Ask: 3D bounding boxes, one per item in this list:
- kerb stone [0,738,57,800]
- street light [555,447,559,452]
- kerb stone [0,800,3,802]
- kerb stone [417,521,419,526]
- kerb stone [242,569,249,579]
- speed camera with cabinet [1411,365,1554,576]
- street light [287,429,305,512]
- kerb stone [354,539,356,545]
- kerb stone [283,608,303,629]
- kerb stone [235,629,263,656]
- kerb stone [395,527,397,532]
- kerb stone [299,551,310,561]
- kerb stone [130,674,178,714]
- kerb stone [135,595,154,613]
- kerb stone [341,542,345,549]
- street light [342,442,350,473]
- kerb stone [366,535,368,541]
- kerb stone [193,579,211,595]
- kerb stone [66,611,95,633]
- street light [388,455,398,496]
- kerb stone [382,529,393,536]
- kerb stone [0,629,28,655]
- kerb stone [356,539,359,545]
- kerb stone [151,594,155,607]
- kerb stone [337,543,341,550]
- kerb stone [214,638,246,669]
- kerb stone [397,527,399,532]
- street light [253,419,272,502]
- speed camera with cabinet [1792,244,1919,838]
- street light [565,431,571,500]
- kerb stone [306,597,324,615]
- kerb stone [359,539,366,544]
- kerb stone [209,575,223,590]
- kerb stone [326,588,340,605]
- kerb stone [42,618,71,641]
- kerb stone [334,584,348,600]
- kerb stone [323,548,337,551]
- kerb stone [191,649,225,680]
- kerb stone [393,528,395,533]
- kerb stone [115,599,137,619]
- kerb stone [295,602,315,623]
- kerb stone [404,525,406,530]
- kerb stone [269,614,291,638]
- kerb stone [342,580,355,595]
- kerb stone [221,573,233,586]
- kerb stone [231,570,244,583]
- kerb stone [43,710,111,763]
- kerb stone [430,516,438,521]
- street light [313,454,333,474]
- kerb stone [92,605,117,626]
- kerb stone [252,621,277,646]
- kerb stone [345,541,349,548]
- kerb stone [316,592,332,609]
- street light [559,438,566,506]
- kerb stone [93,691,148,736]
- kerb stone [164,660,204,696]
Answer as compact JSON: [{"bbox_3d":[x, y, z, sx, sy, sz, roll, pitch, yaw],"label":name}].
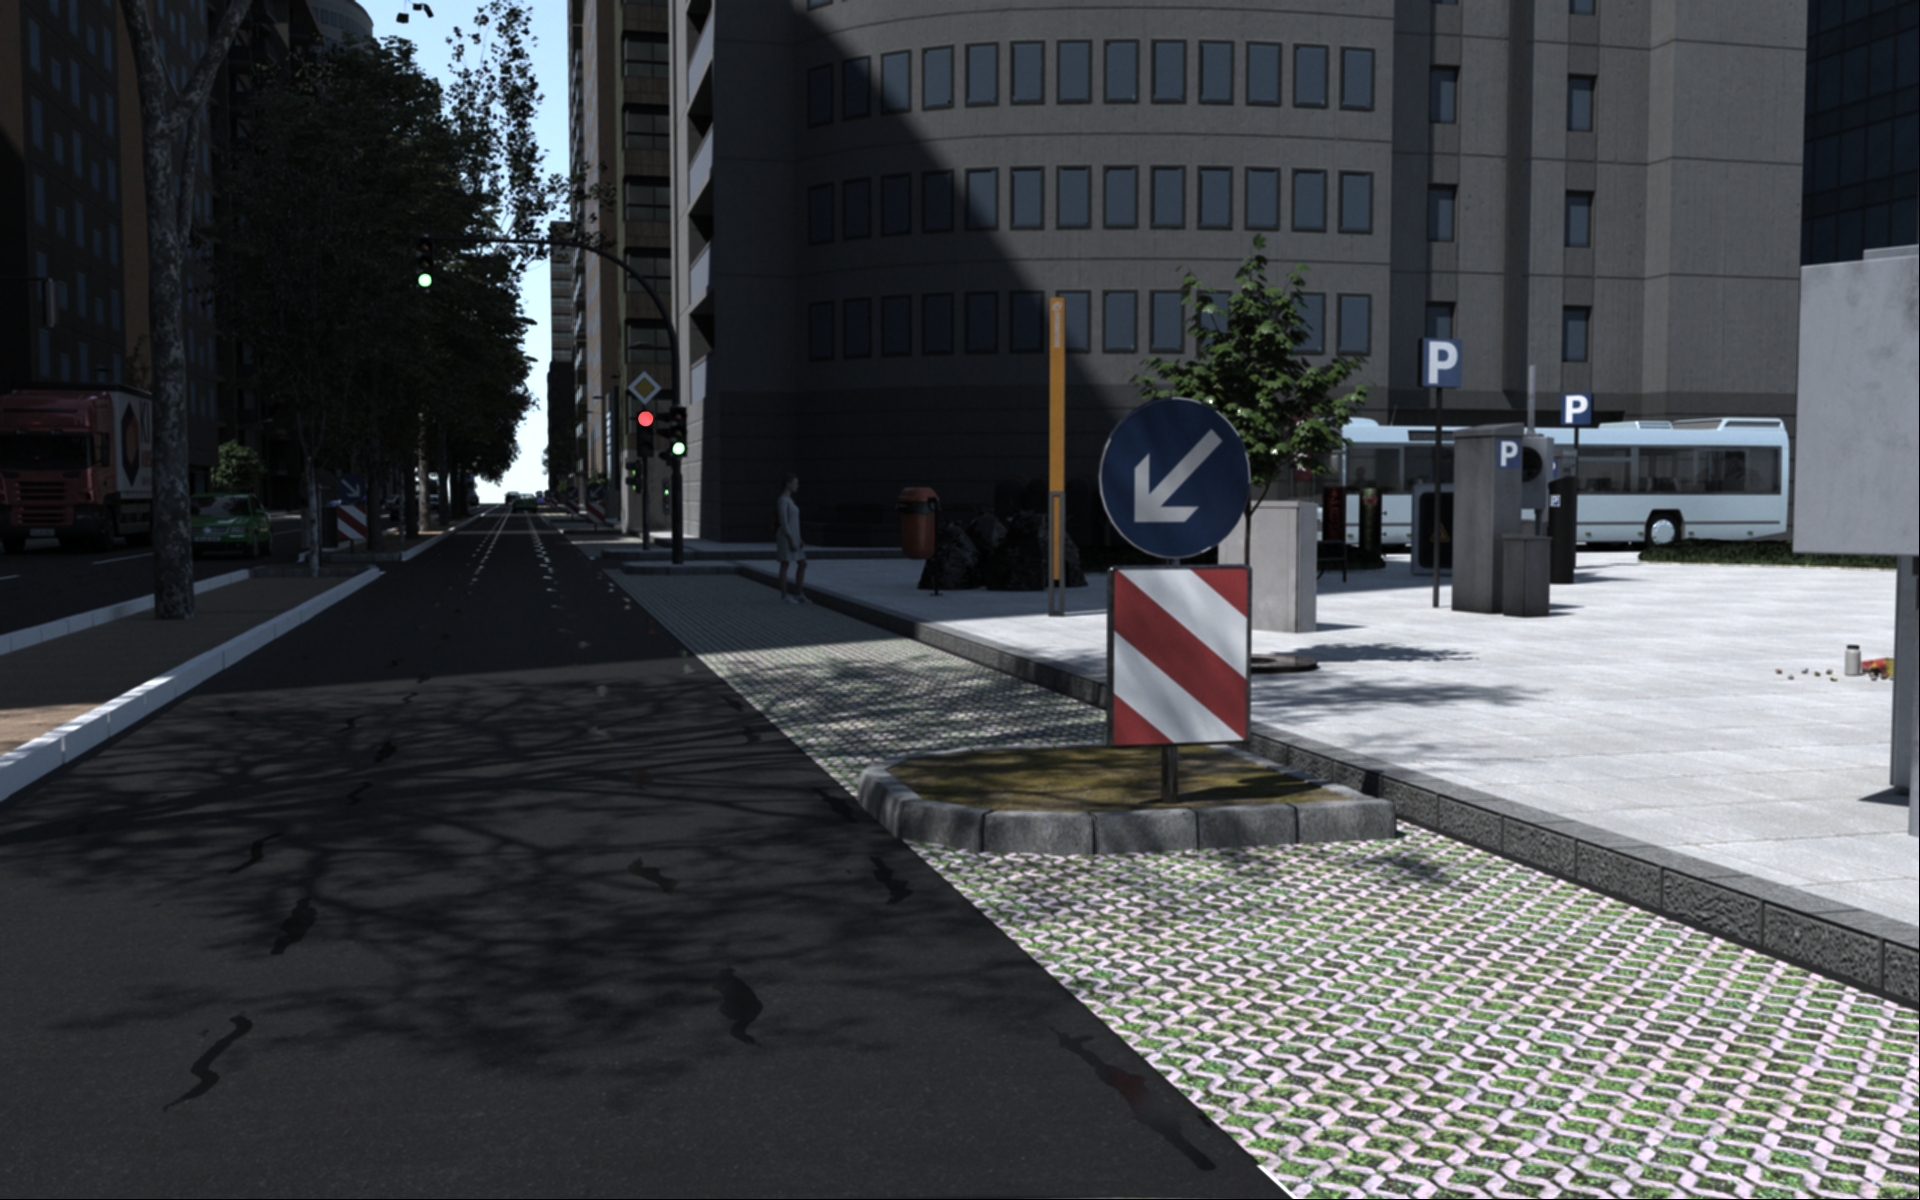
[{"bbox_3d":[-4.694,0.832,8.678,0.120,0.150,1.000,-1,4,-14],"label":"kerb stone"},{"bbox_3d":[-35.763,-11.316,157.557,1.470,5.913,1.316,-1,4,-14],"label":"street light"},{"bbox_3d":[-4.435,0.887,7.687,0.120,0.150,1.000,-1,4,-14],"label":"kerb stone"},{"bbox_3d":[-25.585,-3.670,82.226,0.120,0.150,1.000,-1,4,-14],"label":"kerb stone"},{"bbox_3d":[-12.037,-0.416,29.031,0.120,0.150,1.000,-1,4,-14],"label":"kerb stone"},{"bbox_3d":[8.103,-1.991,26.892,2.038,3.252,0.660,2,4,29],"label":"speed camera with cabinet"},{"bbox_3d":[-47.379,-9.240,123.614,1.470,5.913,1.316,-1,4,-14],"label":"street light"},{"bbox_3d":[-16.725,-1.544,47.436,0.120,0.150,1.000,-1,4,-14],"label":"kerb stone"},{"bbox_3d":[-7.215,0.218,18.623,0.120,0.150,1.000,-1,4,-14],"label":"kerb stone"},{"bbox_3d":[-6.458,0.401,15.638,0.120,0.150,1.000,-1,4,-14],"label":"kerb stone"},{"bbox_3d":[-20.772,-2.506,63.341,0.120,0.150,1.000,-1,4,-14],"label":"kerb stone"},{"bbox_3d":[-14.197,-0.935,37.516,0.120,0.150,1.000,-1,4,-14],"label":"kerb stone"},{"bbox_3d":[-5.446,0.644,11.663,0.120,0.150,1.000,-1,4,-14],"label":"kerb stone"},{"bbox_3d":[-10.015,0.073,21.085,0.120,0.150,1.000,-1,4,-14],"label":"kerb stone"},{"bbox_3d":[-15.964,-1.358,44.463,0.120,0.150,1.000,-1,4,-14],"label":"kerb stone"},{"bbox_3d":[-54.721,-11.016,152.657,1.470,5.913,1.316,-1,4,-14],"label":"street light"},{"bbox_3d":[-17.737,-1.781,51.413,0.120,0.150,1.000,-1,4,-14],"label":"kerb stone"},{"bbox_3d":[-11.025,-0.174,25.064,0.120,0.150,1.000,-1,4,-14],"label":"kerb stone"},{"bbox_3d":[-9.251,0.251,18.099,0.120,0.150,1.000,-1,4,-14],"label":"kerb stone"},{"bbox_3d":[-71.666,-15.092,219.290,1.470,5.913,1.316,-1,4,-14],"label":"street light"},{"bbox_3d":[-20.268,-2.393,61.352,0.120,0.150,1.000,-1,4,-14],"label":"kerb stone"},{"bbox_3d":[-8.744,0.372,16.106,0.120,0.150,1.000,-1,4,-14],"label":"kerb stone"},{"bbox_3d":[-16.976,-1.603,48.427,0.120,0.150,1.000,-1,4,-14],"label":"kerb stone"},{"bbox_3d":[-10.265,0.008,22.083,0.120,0.150,1.000,-1,4,-14],"label":"kerb stone"},{"bbox_3d":[-15.711,-1.301,43.473,0.120,0.150,1.000,-1,4,-14],"label":"kerb stone"},{"bbox_3d":[-6.200,0.462,14.639,0.120,0.150,1.000,-1,4,-14],"label":"kerb stone"},{"bbox_3d":[-21.025,-2.576,64.334,0.120,0.150,1.000,-1,4,-14],"label":"kerb stone"},{"bbox_3d":[-43.662,-8.355,109.141,1.470,5.913,1.316,-1,4,-14],"label":"street light"},{"bbox_3d":[4.117,-0.780,7.084,2.038,3.252,0.660,-3,5,-42],"label":"speed camera with cabinet"},{"bbox_3d":[-28.182,-9.508,128.001,1.470,5.913,1.316,-1,4,-14],"label":"street light"},{"bbox_3d":[-7.722,0.097,20.604,0.120,0.150,1.000,-1,4,-14],"label":"kerb stone"},{"bbox_3d":[-17.481,-1.723,50.417,0.120,0.150,1.000,-1,4,-14],"label":"kerb stone"},{"bbox_3d":[-11.276,-0.236,26.055,0.120,0.150,1.000,-1,4,-14],"label":"kerb stone"},{"bbox_3d":[-8.232,-0.023,22.594,0.120,0.150,1.000,-1,4,-14],"label":"kerb stone"},{"bbox_3d":[-9.003,0.315,17.108,0.120,0.150,1.000,-1,4,-14],"label":"kerb stone"},{"bbox_3d":[-8.481,-0.085,23.586,0.120,0.150,1.000,-1,4,-14],"label":"kerb stone"},{"bbox_3d":[-15.462,-1.237,42.481,0.120,0.150,1.000,-1,4,-14],"label":"kerb stone"},{"bbox_3d":[-5.957,0.523,13.646,0.120,0.150,1.000,-1,4,-14],"label":"kerb stone"},{"bbox_3d":[-20.519,-2.455,62.344,0.120,0.150,1.000,-1,4,-14],"label":"kerb stone"},{"bbox_3d":[-9.748,0.129,20.090,0.120,0.150,1.000,-1,4,-14],"label":"kerb stone"},{"bbox_3d":[-7.459,0.158,19.616,0.120,0.150,1.000,-1,4,-14],"label":"kerb stone"},{"bbox_3d":[-22.039,-2.821,68.321,0.120,0.150,1.000,-1,4,-14],"label":"kerb stone"},{"bbox_3d":[-6.963,0.280,17.633,0.120,0.150,1.000,-1,4,-14],"label":"kerb stone"},{"bbox_3d":[-8.736,-0.146,24.584,0.120,0.150,1.000,-1,4,-14],"label":"kerb stone"},{"bbox_3d":[-11.537,-0.297,27.044,0.120,0.150,1.000,-1,4,-14],"label":"kerb stone"},{"bbox_3d":[-11.782,-0.357,28.040,0.120,0.150,1.000,-1,4,-14],"label":"kerb stone"},{"bbox_3d":[-4.940,0.766,9.676,0.120,0.150,1.000,-1,4,-14],"label":"kerb stone"},{"bbox_3d":[-28.875,-4.458,95.130,0.120,0.150,1.000,-1,4,-14],"label":"kerb stone"},{"bbox_3d":[-50.988,-10.127,138.115,1.470,5.913,1.316,-1,4,-14],"label":"street light"},{"bbox_3d":[-9.501,0.189,19.098,0.120,0.150,1.000,-1,4,-14],"label":"kerb stone"},{"bbox_3d":[-6.715,0.340,16.632,0.120,0.150,1.000,-1,4,-14],"label":"kerb stone"},{"bbox_3d":[-16.217,-1.422,45.456,0.120,0.150,1.000,-1,4,-14],"label":"kerb stone"},{"bbox_3d":[-7.978,0.037,21.594,0.120,0.150,1.000,-1,4,-14],"label":"kerb stone"},{"bbox_3d":[-31.987,-10.392,142.452,1.470,5.913,1.316,-1,4,-14],"label":"street light"},{"bbox_3d":[-5.190,0.705,10.668,0.120,0.150,1.000,-1,4,-14],"label":"kerb stone"},{"bbox_3d":[-5.699,0.583,12.656,0.120,0.150,1.000,-1,4,-14],"label":"kerb stone"}]
